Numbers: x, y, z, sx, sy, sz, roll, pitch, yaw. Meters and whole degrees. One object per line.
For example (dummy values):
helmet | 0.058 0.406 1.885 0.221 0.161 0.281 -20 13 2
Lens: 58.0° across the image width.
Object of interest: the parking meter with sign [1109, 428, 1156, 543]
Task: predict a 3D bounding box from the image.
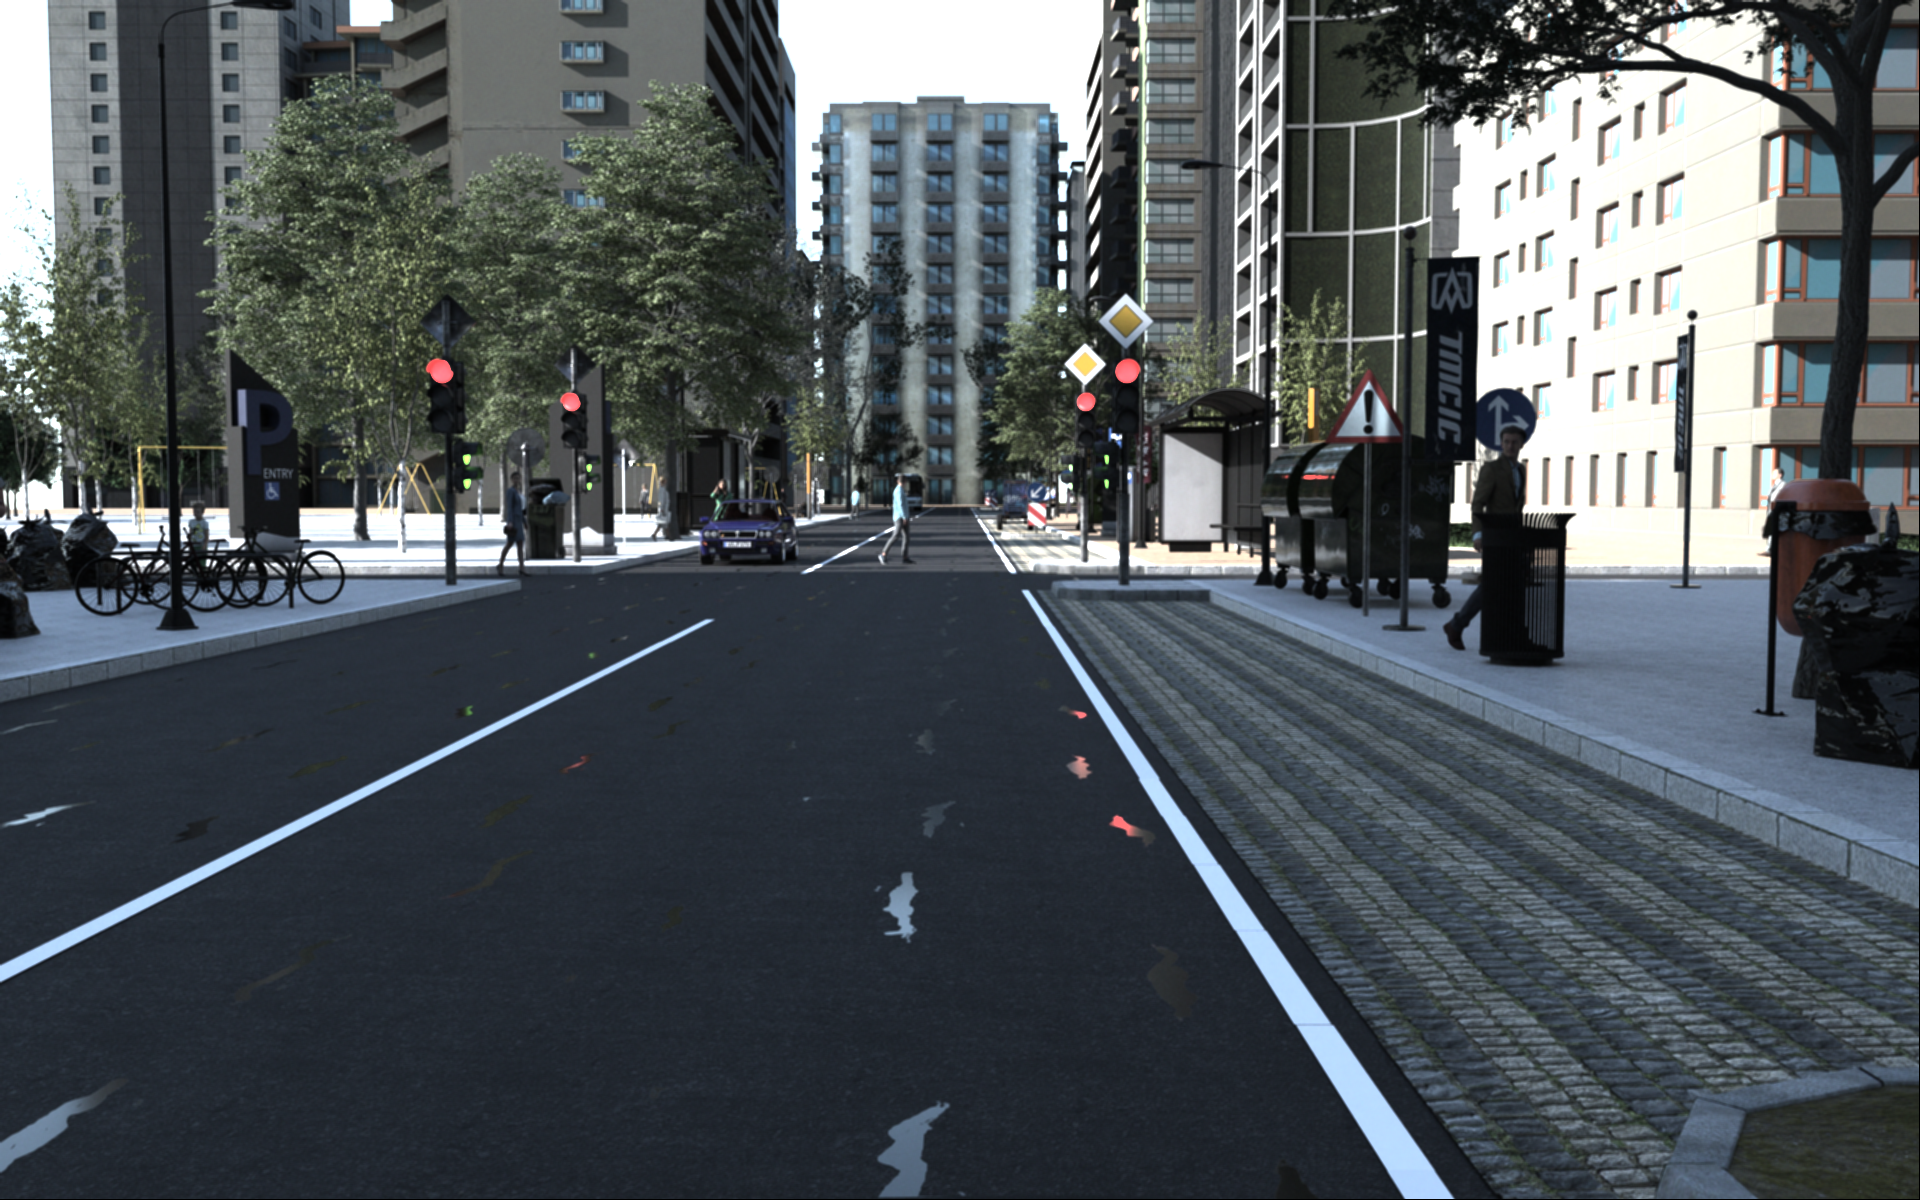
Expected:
parking meter with sign | 4.624 -3.044 46.027 0.543 3.016 1.738 2 4 35

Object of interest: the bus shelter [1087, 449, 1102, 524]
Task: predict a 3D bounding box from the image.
bus shelter | 6.001 -4.757 71.707 2.014 3.302 5.546 0 3 0

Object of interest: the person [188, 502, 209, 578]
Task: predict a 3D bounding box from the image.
person | -11.616 -0.837 26.436 0.306 1.304 0.590 -1 4 -22

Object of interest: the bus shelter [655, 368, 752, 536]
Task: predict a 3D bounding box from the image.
bus shelter | -8.488 -4.863 57.138 2.179 5.291 8.768 0 4 0

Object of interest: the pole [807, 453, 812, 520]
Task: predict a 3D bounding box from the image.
pole | -7.543 -5.678 86.680 0.158 3.312 0.155 0 3 0

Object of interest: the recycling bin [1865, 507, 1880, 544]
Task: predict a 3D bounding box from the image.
recycling bin | 16.840 -1.235 32.745 0.722 1.027 0.722 -2 4 -26

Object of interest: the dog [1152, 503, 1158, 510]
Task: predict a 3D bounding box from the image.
dog | 9.491 -4.430 86.807 0.800 0.831 0.513 1 4 23

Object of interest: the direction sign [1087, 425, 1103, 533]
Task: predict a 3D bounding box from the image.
direction sign | 4.332 -3.953 56.629 0.876 3.537 0.379 -3 4 -37

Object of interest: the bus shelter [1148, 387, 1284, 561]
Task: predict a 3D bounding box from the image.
bus shelter | 5.148 -2.553 35.661 2.014 3.302 5.546 0 4 0

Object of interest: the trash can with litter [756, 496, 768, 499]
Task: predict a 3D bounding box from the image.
trash can with litter | -8.996 -3.917 75.096 2.233 1.210 1.678 -1 4 -10

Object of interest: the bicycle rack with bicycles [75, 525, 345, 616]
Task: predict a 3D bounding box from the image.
bicycle rack with bicycles | -8.529 -0.387 19.704 2.925 0.926 2.852 -2 4 -31

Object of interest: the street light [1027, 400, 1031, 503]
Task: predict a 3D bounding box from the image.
street light | 3.887 -6.876 84.967 1.470 5.913 1.316 0 3 0

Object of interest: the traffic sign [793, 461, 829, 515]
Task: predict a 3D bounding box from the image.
traffic sign | -9.157 -6.875 106.277 2.265 3.308 0.079 1 4 8

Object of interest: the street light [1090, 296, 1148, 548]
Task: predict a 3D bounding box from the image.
street light | 3.744 -4.180 40.878 1.470 5.913 1.316 0 3 0

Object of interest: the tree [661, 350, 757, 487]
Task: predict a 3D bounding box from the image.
tree | -11.750 -8.146 83.557 4.360 8.622 3.978 0 3 0

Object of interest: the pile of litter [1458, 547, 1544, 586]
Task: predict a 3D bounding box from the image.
pile of litter | 7.648 -0.642 24.467 1.176 0.858 1.719 1 4 22

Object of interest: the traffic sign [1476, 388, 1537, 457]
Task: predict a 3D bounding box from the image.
traffic sign | 6.544 -1.274 20.929 0.768 2.556 0.104 0 4 6

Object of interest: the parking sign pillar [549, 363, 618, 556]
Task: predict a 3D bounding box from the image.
parking sign pillar | -7.916 -2.921 36.224 1.447 3.967 1.447 1 4 21

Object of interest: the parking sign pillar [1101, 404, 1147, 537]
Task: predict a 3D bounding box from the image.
parking sign pillar | 4.978 -3.904 52.295 1.447 3.967 1.447 2 4 27

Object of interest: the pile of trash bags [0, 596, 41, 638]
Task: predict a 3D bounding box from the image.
pile of trash bags | -9.073 -0.269 14.151 1.912 1.369 3.447 0 4 -7

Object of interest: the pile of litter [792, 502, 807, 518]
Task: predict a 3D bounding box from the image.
pile of litter | -8.630 -4.834 92.993 1.176 0.858 1.719 2 4 24

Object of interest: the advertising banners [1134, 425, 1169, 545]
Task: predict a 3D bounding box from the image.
advertising banners | 5.371 -2.920 43.922 2.074 3.025 0.090 0 4 -6

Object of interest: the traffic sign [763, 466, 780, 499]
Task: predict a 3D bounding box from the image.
traffic sign | -8.516 -4.785 78.344 0.768 2.556 0.104 0 4 5

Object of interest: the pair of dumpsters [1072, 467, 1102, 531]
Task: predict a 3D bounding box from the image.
pair of dumpsters | 4.757 -3.484 59.458 1.574 2.255 4.437 0 3 0

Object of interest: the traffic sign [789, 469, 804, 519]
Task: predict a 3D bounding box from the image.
traffic sign | -8.270 -5.340 87.409 0.768 2.556 0.104 0 4 3

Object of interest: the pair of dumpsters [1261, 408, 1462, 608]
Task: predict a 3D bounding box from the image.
pair of dumpsters | 4.881 -1.158 21.430 1.574 2.255 4.437 0 3 0

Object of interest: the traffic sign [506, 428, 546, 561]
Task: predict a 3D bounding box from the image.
traffic sign | -8.330 -2.026 33.232 0.768 2.556 0.104 0 4 4

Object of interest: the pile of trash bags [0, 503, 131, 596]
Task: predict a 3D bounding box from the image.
pile of trash bags | -13.242 -0.880 24.144 3.447 1.369 1.912 2 4 33

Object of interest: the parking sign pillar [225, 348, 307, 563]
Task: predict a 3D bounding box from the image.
parking sign pillar | -13.143 -2.704 32.679 1.447 3.967 1.447 2 4 27

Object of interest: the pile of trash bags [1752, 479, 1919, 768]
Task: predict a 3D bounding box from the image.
pile of trash bags | 5.086 0.066 8.677 1.912 1.369 3.447 0 4 -5

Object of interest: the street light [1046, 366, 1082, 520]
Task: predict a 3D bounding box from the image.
street light | 3.835 -5.525 62.872 1.470 5.913 1.316 0 3 0

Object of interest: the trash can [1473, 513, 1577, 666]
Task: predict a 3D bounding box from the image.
trash can | 4.253 -0.088 13.090 0.748 1.137 0.748 0 3 0

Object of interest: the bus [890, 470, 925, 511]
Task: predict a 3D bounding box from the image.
bus | -4.655 -9.703 153.496 2.948 3.499 13.247 0 4 -2

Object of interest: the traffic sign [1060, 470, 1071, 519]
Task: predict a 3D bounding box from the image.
traffic sign | 5.571 -5.505 90.118 0.768 2.556 0.104 0 4 5

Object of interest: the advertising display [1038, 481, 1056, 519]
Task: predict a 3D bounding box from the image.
advertising display | 4.391 -5.043 87.663 0.974 1.923 0.123 1 4 18

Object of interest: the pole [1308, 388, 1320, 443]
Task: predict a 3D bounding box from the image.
pole | 6.845 -2.428 33.549 0.158 3.312 0.155 0 3 0

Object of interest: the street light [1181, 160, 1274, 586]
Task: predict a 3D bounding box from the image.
street light | 3.769 -3.162 24.234 1.470 5.913 1.316 0 3 0

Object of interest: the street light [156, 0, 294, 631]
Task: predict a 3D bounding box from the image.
street light | -6.895 -2.675 16.271 1.470 5.913 1.316 0 3 0

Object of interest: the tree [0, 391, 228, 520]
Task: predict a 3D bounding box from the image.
tree | -51.423 -8.414 100.474 20.602 7.101 11.467 0 4 0

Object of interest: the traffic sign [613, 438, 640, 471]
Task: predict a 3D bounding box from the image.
traffic sign | -7.923 -2.512 40.812 0.795 2.593 0.064 0 4 6

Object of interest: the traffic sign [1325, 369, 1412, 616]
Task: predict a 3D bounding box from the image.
traffic sign | 4.259 -1.108 18.120 0.884 2.594 0.081 1 4 9

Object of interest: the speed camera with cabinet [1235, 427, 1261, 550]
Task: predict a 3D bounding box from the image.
speed camera with cabinet | 6.733 -2.822 40.474 0.660 3.252 2.038 0 4 6
